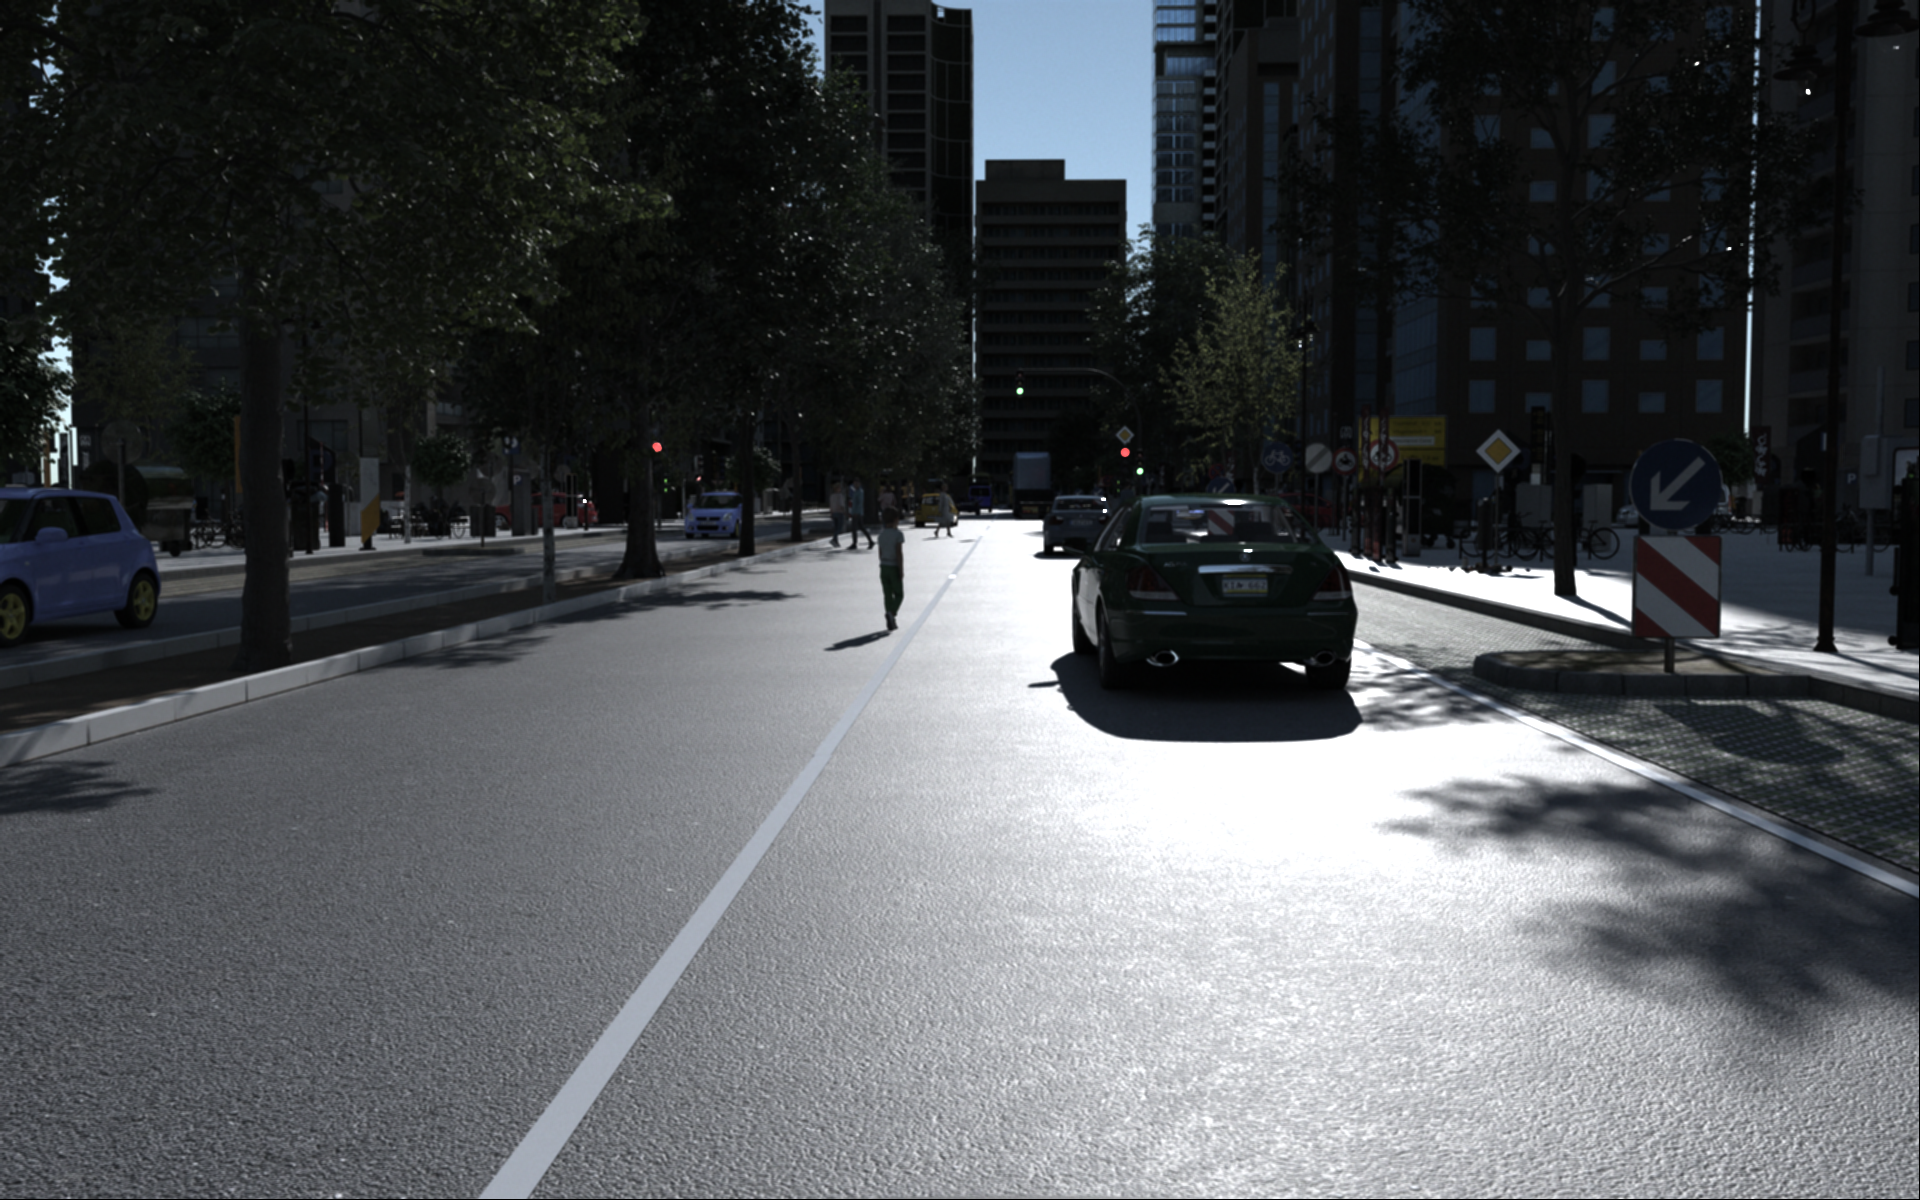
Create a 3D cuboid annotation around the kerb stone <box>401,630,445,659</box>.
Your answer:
[{"bbox_3d":[-4.862,0.408,15.525,0.120,0.150,1.000,0,4,2],"label":"kerb stone"}]

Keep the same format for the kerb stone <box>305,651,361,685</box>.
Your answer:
[{"bbox_3d":[-4.928,0.536,13.462,0.120,0.150,1.000,0,4,2],"label":"kerb stone"}]

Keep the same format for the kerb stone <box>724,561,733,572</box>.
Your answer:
[{"bbox_3d":[-4.370,-0.596,31.939,0.120,0.150,1.000,0,4,2],"label":"kerb stone"}]

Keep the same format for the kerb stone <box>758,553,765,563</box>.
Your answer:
[{"bbox_3d":[-4.242,-0.842,36.045,0.120,0.150,1.000,0,4,2],"label":"kerb stone"}]

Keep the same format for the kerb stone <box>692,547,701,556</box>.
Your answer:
[{"bbox_3d":[-6.218,-1.098,40.178,0.120,0.150,1.000,0,4,2],"label":"kerb stone"}]

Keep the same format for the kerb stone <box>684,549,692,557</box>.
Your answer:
[{"bbox_3d":[-6.258,-1.037,39.156,0.120,0.150,1.000,0,4,2],"label":"kerb stone"}]

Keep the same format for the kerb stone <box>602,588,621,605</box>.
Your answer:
[{"bbox_3d":[-4.649,-0.031,22.703,0.120,0.150,1.000,0,4,2],"label":"kerb stone"}]

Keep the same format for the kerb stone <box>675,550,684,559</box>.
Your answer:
[{"bbox_3d":[-6.284,-0.974,38.119,0.120,0.150,1.000,0,4,2],"label":"kerb stone"}]

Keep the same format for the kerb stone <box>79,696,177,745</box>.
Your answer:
[{"bbox_3d":[-5.016,0.723,10.397,0.120,0.150,1.000,0,4,2],"label":"kerb stone"}]

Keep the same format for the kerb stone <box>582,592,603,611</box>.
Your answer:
[{"bbox_3d":[-4.678,0.031,21.681,0.120,0.150,1.000,0,4,2],"label":"kerb stone"}]

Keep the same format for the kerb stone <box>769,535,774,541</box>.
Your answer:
[{"bbox_3d":[-5.856,-1.853,52.486,0.120,0.150,1.000,0,4,2],"label":"kerb stone"}]

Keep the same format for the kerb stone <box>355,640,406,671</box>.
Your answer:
[{"bbox_3d":[-4.895,0.471,14.495,0.120,0.150,1.000,0,4,2],"label":"kerb stone"}]

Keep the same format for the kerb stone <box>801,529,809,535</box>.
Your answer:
[{"bbox_3d":[-5.543,-2.478,62.747,0.120,0.150,1.000,0,4,2],"label":"kerb stone"}]

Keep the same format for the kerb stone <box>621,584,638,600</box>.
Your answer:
[{"bbox_3d":[-4.612,-0.090,23.724,0.120,0.150,1.000,0,4,2],"label":"kerb stone"}]

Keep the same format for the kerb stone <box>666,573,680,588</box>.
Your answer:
[{"bbox_3d":[-4.523,-0.281,26.813,0.120,0.150,1.000,0,4,2],"label":"kerb stone"}]

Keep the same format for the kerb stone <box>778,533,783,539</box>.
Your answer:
[{"bbox_3d":[-5.787,-1.978,54.540,0.120,0.150,1.000,0,4,2],"label":"kerb stone"}]

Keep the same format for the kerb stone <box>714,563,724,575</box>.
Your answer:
[{"bbox_3d":[-4.398,-0.533,30.917,0.120,0.150,1.000,0,4,2],"label":"kerb stone"}]

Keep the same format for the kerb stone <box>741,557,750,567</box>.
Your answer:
[{"bbox_3d":[-4.312,-0.722,33.999,0.120,0.150,1.000,0,4,2],"label":"kerb stone"}]

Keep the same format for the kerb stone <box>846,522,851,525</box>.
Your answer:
[{"bbox_3d":[-5.033,-3.514,79.656,0.120,0.150,1.000,0,4,2],"label":"kerb stone"}]

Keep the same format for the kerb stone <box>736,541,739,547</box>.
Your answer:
[{"bbox_3d":[-6.035,-1.477,46.337,0.120,0.150,1.000,0,4,2],"label":"kerb stone"}]

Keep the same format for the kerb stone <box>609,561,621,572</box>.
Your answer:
[{"bbox_3d":[-6.472,-0.597,31.962,0.120,0.150,1.000,0,4,2],"label":"kerb stone"}]

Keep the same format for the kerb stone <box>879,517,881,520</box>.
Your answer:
[{"bbox_3d":[-4.439,-4.703,99.145,0.120,0.150,1.000,0,4,2],"label":"kerb stone"}]

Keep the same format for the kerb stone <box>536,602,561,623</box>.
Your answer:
[{"bbox_3d":[-4.739,0.157,19.636,0.120,0.150,1.000,0,4,2],"label":"kerb stone"}]

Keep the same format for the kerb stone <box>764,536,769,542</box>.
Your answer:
[{"bbox_3d":[-5.880,-1.786,51.461,0.120,0.150,1.000,0,4,2],"label":"kerb stone"}]

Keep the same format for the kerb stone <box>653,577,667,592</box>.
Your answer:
[{"bbox_3d":[-4.553,-0.218,25.782,0.120,0.150,1.000,0,4,2],"label":"kerb stone"}]

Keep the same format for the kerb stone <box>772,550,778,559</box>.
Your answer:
[{"bbox_3d":[-4.188,-0.973,38.104,0.120,0.150,1.000,0,4,2],"label":"kerb stone"}]

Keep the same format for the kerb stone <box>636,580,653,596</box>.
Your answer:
[{"bbox_3d":[-4.584,-0.156,24.751,0.120,0.150,1.000,0,4,2],"label":"kerb stone"}]

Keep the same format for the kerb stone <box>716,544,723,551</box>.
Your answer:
[{"bbox_3d":[-6.127,-1.284,43.259,0.120,0.150,1.000,0,4,2],"label":"kerb stone"}]

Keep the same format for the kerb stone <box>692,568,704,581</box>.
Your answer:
[{"bbox_3d":[-4.465,-0.402,28.864,0.120,0.150,1.000,0,4,2],"label":"kerb stone"}]

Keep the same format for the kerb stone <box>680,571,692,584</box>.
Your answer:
[{"bbox_3d":[-4.493,-0.345,27.835,0.120,0.150,1.000,0,4,2],"label":"kerb stone"}]

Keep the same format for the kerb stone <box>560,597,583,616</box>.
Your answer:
[{"bbox_3d":[-4.712,0.094,20.657,0.120,0.150,1.000,0,4,2],"label":"kerb stone"}]

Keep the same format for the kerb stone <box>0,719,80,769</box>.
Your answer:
[{"bbox_3d":[-5.047,0.785,9.364,0.120,0.150,1.000,0,4,2],"label":"kerb stone"}]

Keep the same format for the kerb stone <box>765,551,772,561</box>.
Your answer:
[{"bbox_3d":[-4.212,-0.910,37.076,0.120,0.150,1.000,0,4,2],"label":"kerb stone"}]

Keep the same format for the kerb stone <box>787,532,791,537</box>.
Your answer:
[{"bbox_3d":[-5.724,-2.103,56.585,0.120,0.150,1.000,0,4,2],"label":"kerb stone"}]

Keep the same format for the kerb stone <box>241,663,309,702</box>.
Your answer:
[{"bbox_3d":[-4.956,0.597,12.440,0.120,0.150,1.000,0,4,2],"label":"kerb stone"}]

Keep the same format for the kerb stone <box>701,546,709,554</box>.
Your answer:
[{"bbox_3d":[-6.182,-1.163,41.211,0.120,0.150,1.000,0,4,2],"label":"kerb stone"}]

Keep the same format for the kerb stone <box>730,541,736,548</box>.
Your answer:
[{"bbox_3d":[-6.064,-1.414,45.311,0.120,0.150,1.000,0,4,2],"label":"kerb stone"}]

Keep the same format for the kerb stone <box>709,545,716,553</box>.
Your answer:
[{"bbox_3d":[-6.156,-1.224,42.237,0.120,0.150,1.000,0,4,2],"label":"kerb stone"}]

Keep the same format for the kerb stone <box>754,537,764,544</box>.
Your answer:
[{"bbox_3d":[-5.913,-1.726,50.438,0.120,0.150,1.000,0,4,2],"label":"kerb stone"}]

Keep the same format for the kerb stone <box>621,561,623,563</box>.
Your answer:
[{"bbox_3d":[-6.435,-0.658,32.983,0.120,0.150,1.000,0,4,2],"label":"kerb stone"}]

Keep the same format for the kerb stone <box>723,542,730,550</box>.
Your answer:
[{"bbox_3d":[-6.097,-1.351,44.280,0.120,0.150,1.000,0,4,2],"label":"kerb stone"}]

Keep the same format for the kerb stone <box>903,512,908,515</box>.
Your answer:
[{"bbox_3d":[-3.763,-6.079,121.676,0.120,0.150,1.000,0,4,2],"label":"kerb stone"}]

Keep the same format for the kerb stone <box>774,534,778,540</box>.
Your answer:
[{"bbox_3d":[-5.815,-1.914,53.513,0.120,0.150,1.000,0,4,2],"label":"kerb stone"}]

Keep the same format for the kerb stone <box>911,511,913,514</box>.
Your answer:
[{"bbox_3d":[-3.662,-6.271,124.752,0.120,0.150,1.000,0,4,2],"label":"kerb stone"}]

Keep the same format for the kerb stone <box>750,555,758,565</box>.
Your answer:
[{"bbox_3d":[-4.277,-0.780,35.023,0.120,0.150,1.000,0,4,2],"label":"kerb stone"}]

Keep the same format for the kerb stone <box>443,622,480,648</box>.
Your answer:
[{"bbox_3d":[-4.830,0.345,16.557,0.120,0.150,1.000,0,4,2],"label":"kerb stone"}]

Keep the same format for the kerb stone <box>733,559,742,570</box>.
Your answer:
[{"bbox_3d":[-4.338,-0.657,32.964,0.120,0.150,1.000,0,4,2],"label":"kerb stone"}]

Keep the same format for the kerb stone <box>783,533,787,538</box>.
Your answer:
[{"bbox_3d":[-5.750,-2.041,55.563,0.120,0.150,1.000,0,4,2],"label":"kerb stone"}]

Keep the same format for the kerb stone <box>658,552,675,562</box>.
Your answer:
[{"bbox_3d":[-6.315,-0.907,37.091,0.120,0.150,1.000,0,4,2],"label":"kerb stone"}]

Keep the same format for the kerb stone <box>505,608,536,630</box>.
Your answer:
[{"bbox_3d":[-4.779,0.220,18.603,0.120,0.150,1.000,0,4,2],"label":"kerb stone"}]

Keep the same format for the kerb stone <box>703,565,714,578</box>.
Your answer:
[{"bbox_3d":[-4.436,-0.471,29.891,0.120,0.150,1.000,0,4,2],"label":"kerb stone"}]

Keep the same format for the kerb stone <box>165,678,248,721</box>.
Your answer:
[{"bbox_3d":[-4.990,0.659,11.419,0.120,0.150,1.000,0,4,2],"label":"kerb stone"}]

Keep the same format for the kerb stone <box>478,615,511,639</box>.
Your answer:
[{"bbox_3d":[-4.794,0.284,17.581,0.120,0.150,1.000,0,4,2],"label":"kerb stone"}]
